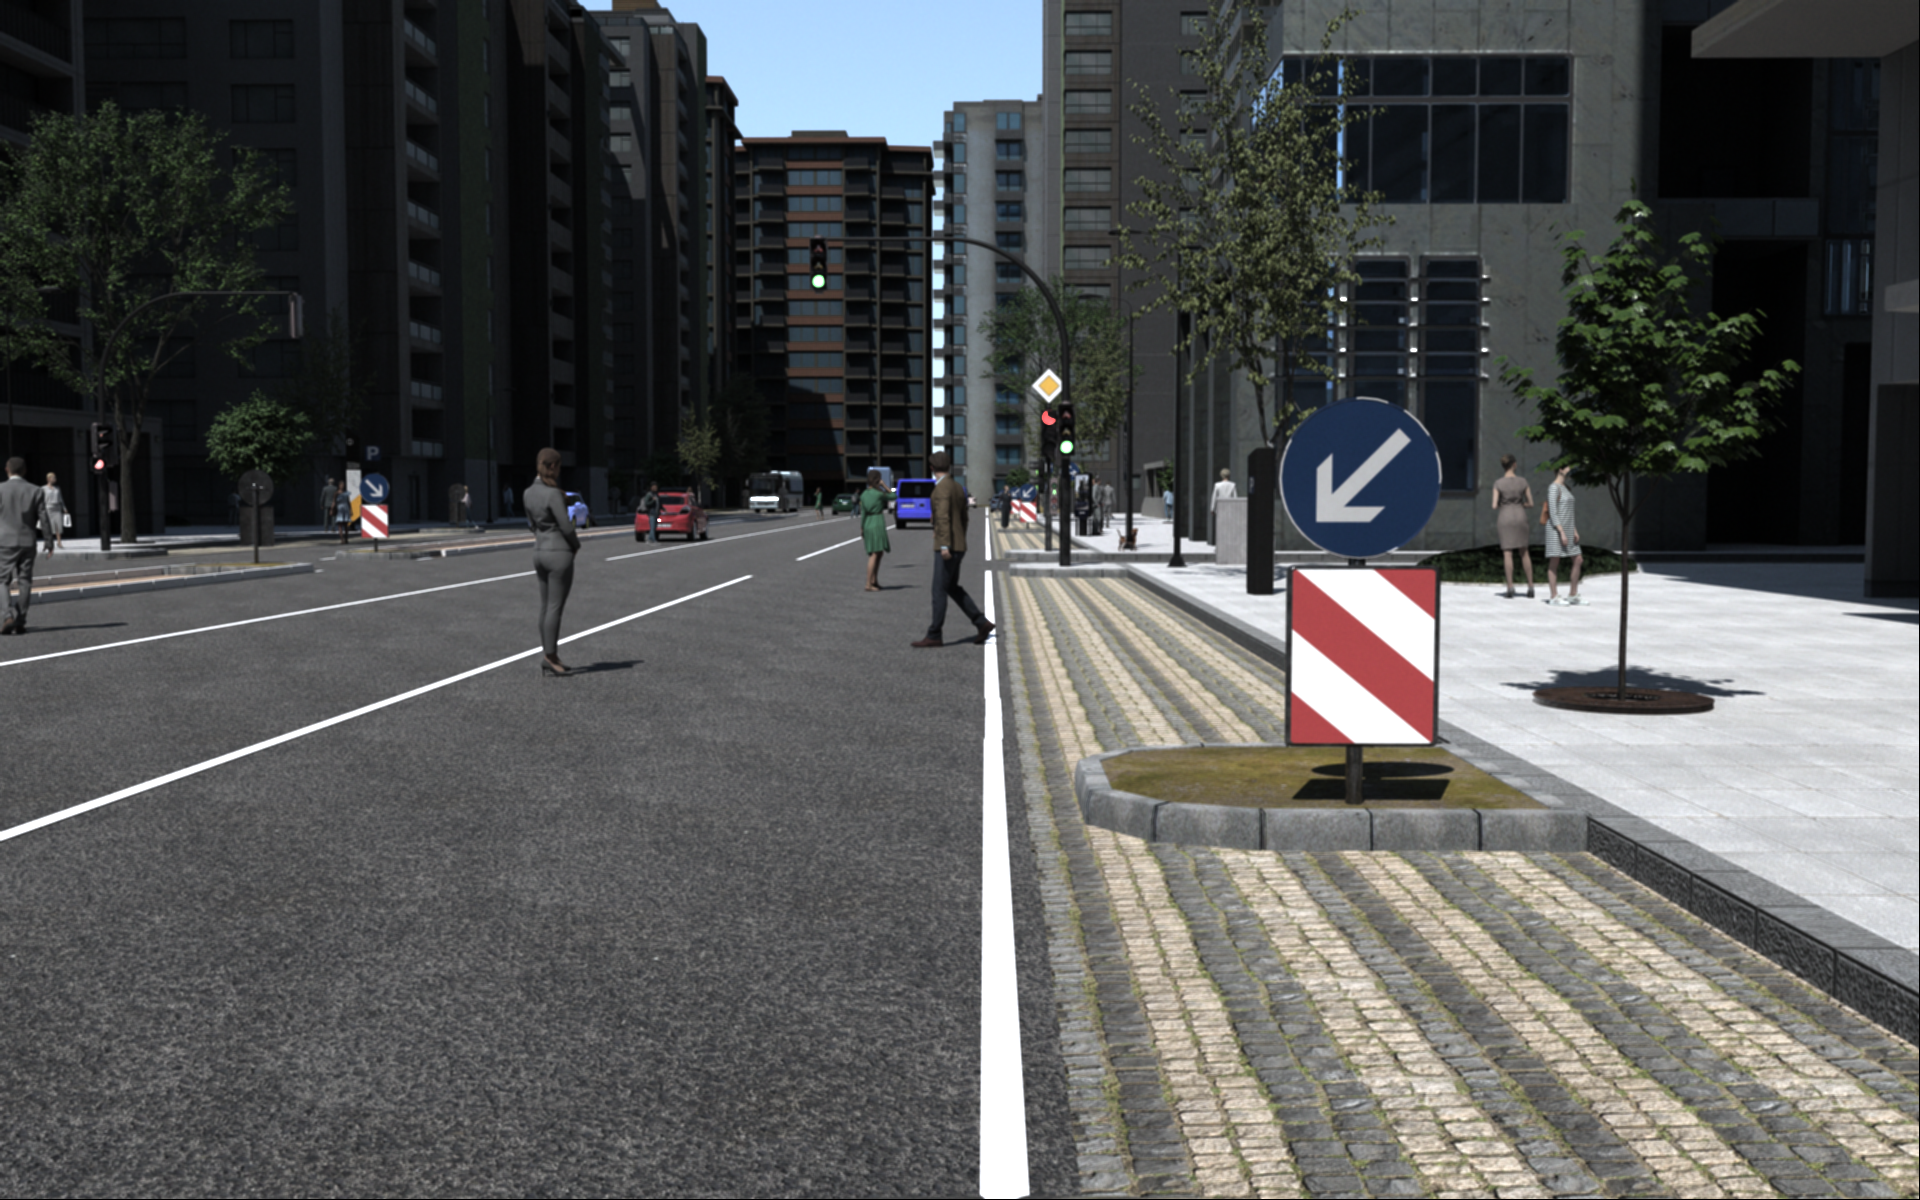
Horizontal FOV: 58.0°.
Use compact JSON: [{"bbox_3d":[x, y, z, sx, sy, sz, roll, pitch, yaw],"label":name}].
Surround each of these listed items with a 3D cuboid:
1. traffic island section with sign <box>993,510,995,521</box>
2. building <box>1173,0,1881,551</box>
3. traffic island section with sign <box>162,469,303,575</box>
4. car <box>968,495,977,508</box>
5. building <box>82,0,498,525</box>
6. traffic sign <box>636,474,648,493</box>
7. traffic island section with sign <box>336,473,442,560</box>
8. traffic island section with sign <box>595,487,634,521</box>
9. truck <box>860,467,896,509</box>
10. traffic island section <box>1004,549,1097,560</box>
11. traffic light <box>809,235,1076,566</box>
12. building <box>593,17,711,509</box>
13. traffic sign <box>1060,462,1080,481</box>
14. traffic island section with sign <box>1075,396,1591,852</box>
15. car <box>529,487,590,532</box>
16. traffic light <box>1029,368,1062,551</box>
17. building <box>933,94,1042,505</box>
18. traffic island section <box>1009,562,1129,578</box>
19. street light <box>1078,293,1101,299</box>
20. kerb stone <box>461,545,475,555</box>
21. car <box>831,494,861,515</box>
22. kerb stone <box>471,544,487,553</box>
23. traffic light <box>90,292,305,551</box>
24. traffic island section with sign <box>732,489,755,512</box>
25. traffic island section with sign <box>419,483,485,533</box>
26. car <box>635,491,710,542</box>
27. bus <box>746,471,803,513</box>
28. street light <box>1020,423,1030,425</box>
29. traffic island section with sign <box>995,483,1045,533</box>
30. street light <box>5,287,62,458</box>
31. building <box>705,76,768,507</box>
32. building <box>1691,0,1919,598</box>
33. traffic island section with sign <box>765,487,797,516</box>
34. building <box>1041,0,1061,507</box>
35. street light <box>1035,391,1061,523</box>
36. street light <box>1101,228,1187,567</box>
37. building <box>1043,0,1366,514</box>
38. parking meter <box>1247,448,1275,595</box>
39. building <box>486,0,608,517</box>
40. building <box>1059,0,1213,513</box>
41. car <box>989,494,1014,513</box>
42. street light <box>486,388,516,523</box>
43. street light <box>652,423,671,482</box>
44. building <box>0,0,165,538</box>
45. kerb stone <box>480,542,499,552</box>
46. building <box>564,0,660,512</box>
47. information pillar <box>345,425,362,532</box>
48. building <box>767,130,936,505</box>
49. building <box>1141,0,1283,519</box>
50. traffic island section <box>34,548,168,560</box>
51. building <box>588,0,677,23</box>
[{"bbox_3d":[2.822,-5.088,91.816,1.989,1.847,2.006,0,4,1],"label":"traffic island section with sign"},{"bbox_3d":[21.854,-44.924,47.171,31.000,86.520,22.319,0,4,1],"label":"building"},{"bbox_3d":[-12.986,-1.418,31.320,2.006,1.907,1.989,0,4,1],"label":"traffic island section with sign"},{"bbox_3d":[0.766,-10.266,180.213,2.083,1.381,4.827,0,4,-1],"label":"car"},{"bbox_3d":[-29.394,-23.968,75.468,14.154,41.232,14.086,0,4,1],"label":"building"},{"bbox_3d":[-20.009,-6.660,108.992,0.768,2.556,0.104,1,4,8],"label":"traffic sign"},{"bbox_3d":[-12.864,-1.871,38.726,2.006,1.907,1.989,0,4,1],"label":"traffic island section with sign"},{"bbox_3d":[-18.219,-5.042,91.072,1.989,1.847,2.006,0,4,1],"label":"traffic island section with sign"},{"bbox_3d":[-8.224,-10.792,166.203,2.967,4.110,18.799,0,4,2],"label":"truck"},{"bbox_3d":[2.005,-1.013,38.839,2.009,0.180,2.903,0,4,1],"label":"traffic island section"},{"bbox_3d":[-0.250,-3.423,30.632,4.771,5.953,1.251,0,4,1],"label":"traffic light"},{"bbox_3d":[-29.279,-28.285,146.055,14.154,41.232,14.086,0,4,1],"label":"building"},{"bbox_3d":[4.346,-4.185,68.538,0.768,2.556,0.104,0,4,6],"label":"traffic sign"},{"bbox_3d":[1.540,0.048,7.851,1.989,1.847,2.006,0,4,1],"label":"traffic island section with sign"},{"bbox_3d":[-15.547,-3.521,67.162,1.945,1.707,3.694,0,4,0],"label":"car"},{"bbox_3d":[1.965,-3.046,38.726,0.839,4.253,0.868,0,4,1],"label":"traffic light"},{"bbox_3d":[12.091,-36.118,210.142,30.456,49.044,23.786,0,4,1],"label":"building"},{"bbox_3d":[1.883,-0.524,30.855,2.009,0.180,2.903,0,4,1],"label":"traffic island section"},{"bbox_3d":[3.422,-4.138,40.197,1.470,5.913,1.316,0,4,1],"label":"street light"},{"bbox_3d":[-11.790,-1.154,41.130,0.120,0.150,1.000,0,4,1],"label":"kerb stone"},{"bbox_3d":[-7.866,-6.609,119.849,2.131,1.459,4.920,0,4,-1],"label":"car"},{"bbox_3d":[-11.780,-1.218,42.159,0.120,0.150,1.000,0,4,1],"label":"kerb stone"},{"bbox_3d":[-17.201,-3.937,39.036,4.771,5.953,1.251,0,4,1],"label":"traffic light"},{"bbox_3d":[-17.451,-8.107,141.178,1.989,1.847,2.006,0,4,1],"label":"traffic island section with sign"},{"bbox_3d":[-18.627,-3.372,63.764,1.989,1.847,2.006,0,4,1],"label":"traffic island section with sign"},{"bbox_3d":[-8.864,-2.718,53.480,2.155,1.783,4.494,0,4,-1],"label":"car"},{"bbox_3d":[-14.457,-8.653,136.341,2.948,3.499,13.247,0,4,2],"label":"bus"},{"bbox_3d":[4.608,-8.613,113.364,1.470,5.913,1.316,0,4,1],"label":"street light"},{"bbox_3d":[2.390,-3.388,64.029,1.989,1.847,2.006,0,4,1],"label":"traffic island section with sign"},{"bbox_3d":[-20.819,-4.062,38.947,1.470,5.913,1.316,0,4,1],"label":"street light"},{"bbox_3d":[-35.827,-31.952,177.045,28.867,44.769,22.147,0,4,1],"label":"building"},{"bbox_3d":[22.172,-25.590,7.631,28.713,52.752,27.495,0,4,1],"label":"building"},{"bbox_3d":[-11.728,-6.466,113.856,2.006,1.907,1.989,0,4,1],"label":"traffic island section with sign"},{"bbox_3d":[18.662,-38.561,172.478,21.231,58.520,28.212,0,4,1],"label":"building"},{"bbox_3d":[4.023,-6.376,76.781,1.470,5.913,1.316,0,4,1],"label":"street light"},{"bbox_3d":[3.286,-3.537,30.370,1.470,5.913,1.316,0,4,1],"label":"street light"},{"bbox_3d":[18.633,-50.728,142.070,22.319,86.520,31.000,0,4,1],"label":"building"},{"bbox_3d":[3.842,-1.005,22.149,0.255,1.863,0.399,-1,4,-8],"label":"parking meter"},{"bbox_3d":[-28.544,-19.947,97.842,14.160,30.474,14.107,0,4,1],"label":"building"},{"bbox_3d":[13.932,-26.715,120.379,14.154,41.232,14.086,0,4,1],"label":"building"},{"bbox_3d":[3.224,-7.524,135.019,2.014,1.417,4.499,0,4,1],"label":"car"},{"bbox_3d":[-20.181,-6.336,76.133,1.470,5.913,1.316,0,4,1],"label":"street light"},{"bbox_3d":[-19.620,-8.622,113.506,1.470,5.913,1.316,0,4,1],"label":"street light"},{"bbox_3d":[-35.919,-37.376,49.349,20.563,71.187,20.611,0,4,1],"label":"building"},{"bbox_3d":[-11.768,-1.283,43.184,0.120,0.150,1.000,0,4,1],"label":"kerb stone"},{"bbox_3d":[-38.987,-26.600,126.791,32.217,40.220,23.993,0,4,1],"label":"building"},{"bbox_3d":[-20.747,-4.152,59.241,0.504,3.616,0.183,0,4,-8],"label":"information pillar"},{"bbox_3d":[-17.555,-34.059,211.492,28.867,44.769,22.147,0,4,1],"label":"building"},{"bbox_3d":[26.650,-24.551,93.291,32.217,40.220,23.993,0,4,1],"label":"building"},{"bbox_3d":[-19.334,-1.033,39.168,2.009,0.180,2.903,0,4,1],"label":"traffic island section"},{"bbox_3d":[-47.070,-40.850,209.897,28.212,58.520,21.231,0,4,1],"label":"building"}]
